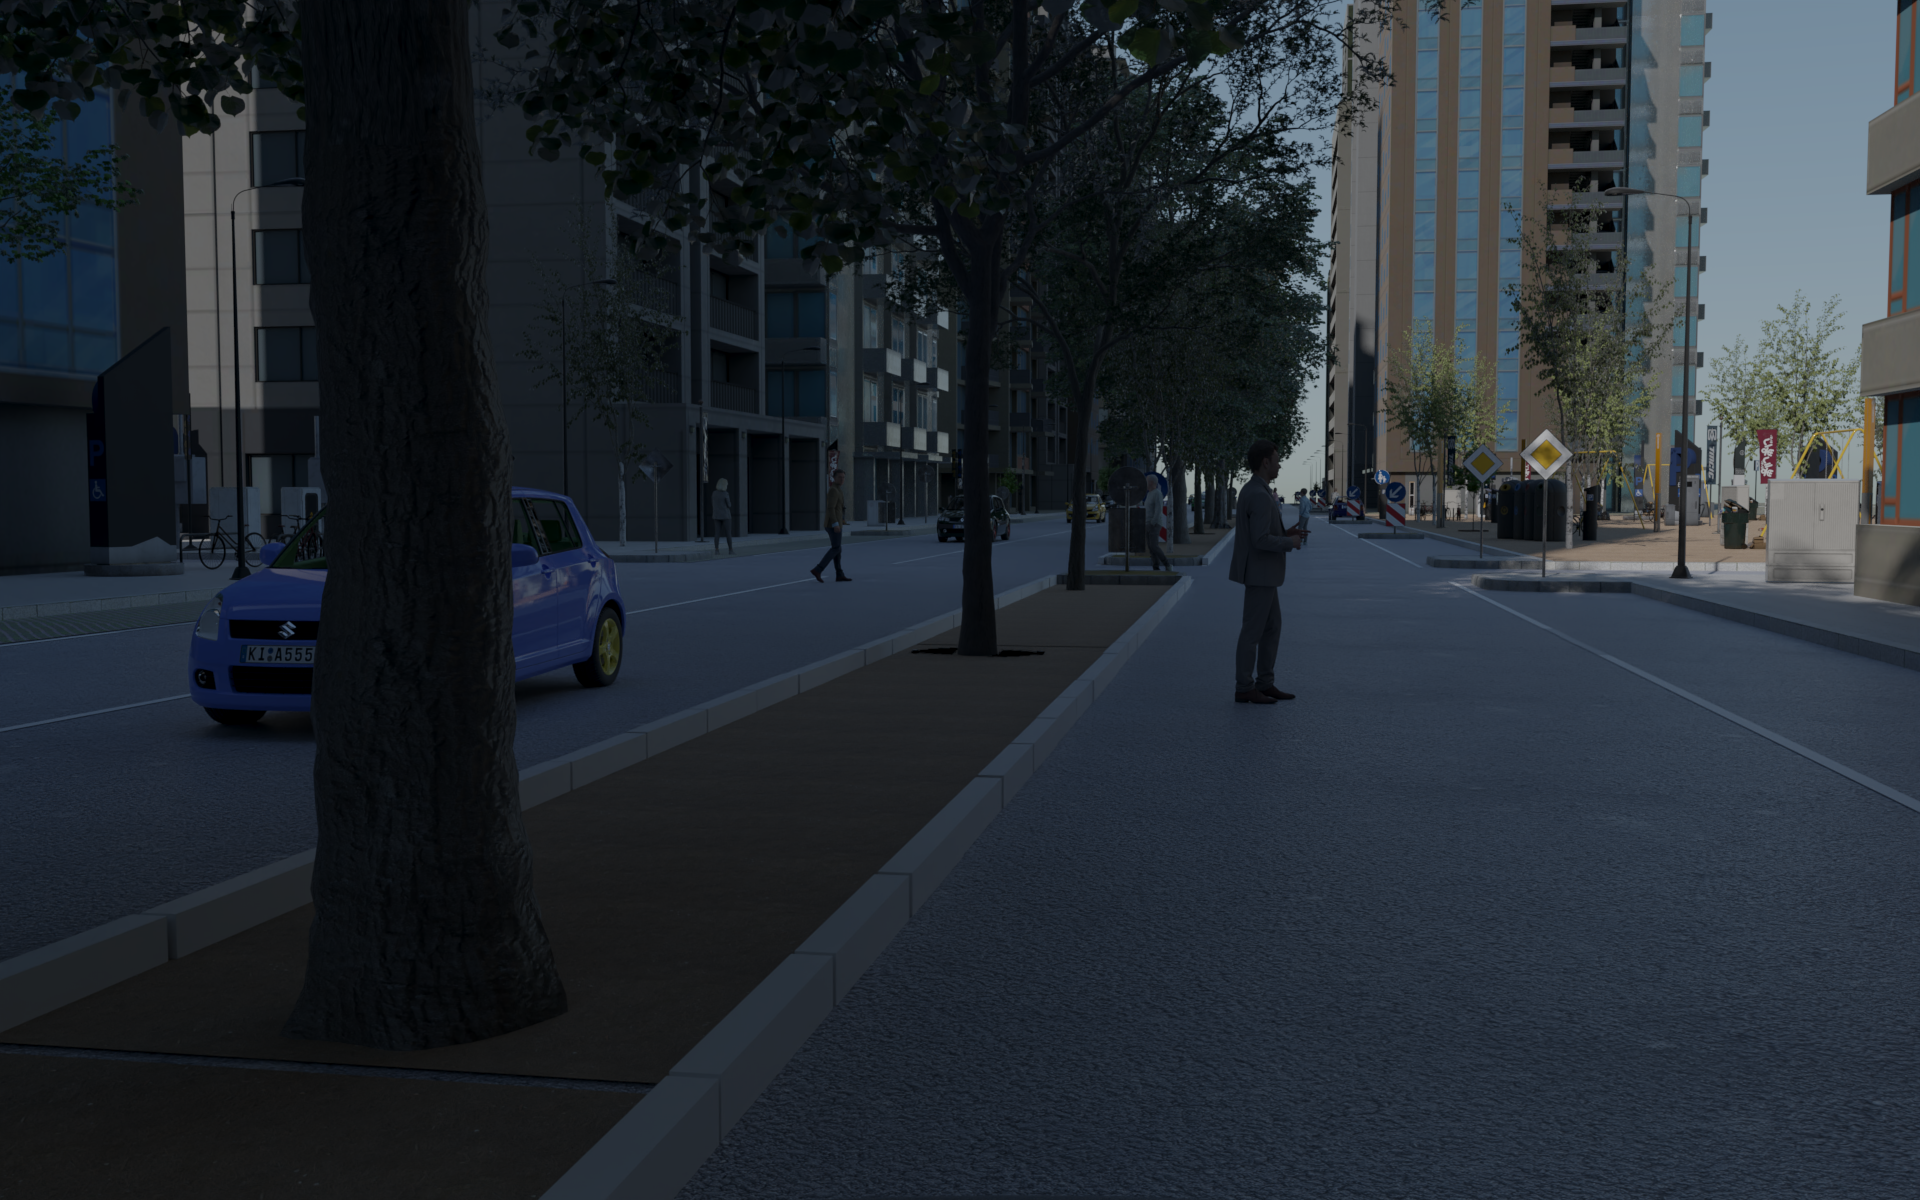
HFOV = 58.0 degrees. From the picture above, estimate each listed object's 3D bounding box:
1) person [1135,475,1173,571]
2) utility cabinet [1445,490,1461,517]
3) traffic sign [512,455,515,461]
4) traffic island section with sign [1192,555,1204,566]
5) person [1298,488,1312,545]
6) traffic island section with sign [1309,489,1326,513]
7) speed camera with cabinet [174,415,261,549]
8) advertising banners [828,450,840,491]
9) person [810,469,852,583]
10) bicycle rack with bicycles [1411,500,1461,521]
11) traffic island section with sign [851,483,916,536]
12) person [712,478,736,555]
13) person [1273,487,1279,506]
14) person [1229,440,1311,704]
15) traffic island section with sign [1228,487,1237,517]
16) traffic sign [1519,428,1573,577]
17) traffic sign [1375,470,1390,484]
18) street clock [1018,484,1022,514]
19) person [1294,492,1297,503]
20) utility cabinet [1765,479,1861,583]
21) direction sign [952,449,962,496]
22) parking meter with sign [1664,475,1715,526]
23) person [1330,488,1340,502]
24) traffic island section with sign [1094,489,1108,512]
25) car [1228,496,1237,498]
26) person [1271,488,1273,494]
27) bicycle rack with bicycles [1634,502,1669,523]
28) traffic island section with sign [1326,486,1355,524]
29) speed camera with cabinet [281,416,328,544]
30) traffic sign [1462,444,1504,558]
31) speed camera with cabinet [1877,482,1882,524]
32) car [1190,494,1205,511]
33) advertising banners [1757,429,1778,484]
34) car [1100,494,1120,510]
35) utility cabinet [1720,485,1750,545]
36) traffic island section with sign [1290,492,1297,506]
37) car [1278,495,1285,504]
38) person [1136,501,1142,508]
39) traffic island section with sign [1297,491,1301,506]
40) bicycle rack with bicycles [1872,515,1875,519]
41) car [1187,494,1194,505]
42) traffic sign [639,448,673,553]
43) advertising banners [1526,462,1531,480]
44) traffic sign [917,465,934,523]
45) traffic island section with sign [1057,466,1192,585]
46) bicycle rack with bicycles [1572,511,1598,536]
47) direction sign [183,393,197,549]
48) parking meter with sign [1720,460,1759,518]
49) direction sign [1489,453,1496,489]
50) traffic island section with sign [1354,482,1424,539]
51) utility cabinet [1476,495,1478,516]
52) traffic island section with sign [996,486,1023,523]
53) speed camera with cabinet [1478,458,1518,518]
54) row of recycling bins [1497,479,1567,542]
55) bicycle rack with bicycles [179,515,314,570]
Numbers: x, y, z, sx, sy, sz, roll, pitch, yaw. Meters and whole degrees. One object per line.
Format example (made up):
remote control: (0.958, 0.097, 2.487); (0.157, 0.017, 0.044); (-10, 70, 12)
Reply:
person: (3.352, -1.281, 29.933); (0.515, 1.767, 0.782); (-1, 4, -13)
utility cabinet: (26.882, -5.262, 94.708); (0.318, 1.500, 1.173); (-2, 4, -25)
traffic sign: (-7.985, -1.591, 29.653); (0.795, 2.450, 0.064); (1, 4, 10)
traffic island section with sign: (3.965, -1.665, 35.355); (2.006, 1.907, 1.989); (1, 4, 10)
person: (9.662, -2.347, 48.688); (0.589, 1.601, 0.330); (-3, 5, -41)
traffic island section with sign: (27.611, -7.603, 132.932); (1.989, 1.847, 2.006); (1, 4, 10)
speed camera with cabinet: (-17.506, -2.831, 40.618); (2.038, 3.252, 0.660); (1, 4, 9)
advertising banners: (-5.709, -4.455, 69.032); (2.074, 3.025, 0.090); (-2, 4, -28)
person: (-2.056, -1.207, 28.138); (0.836, 1.842, 0.656); (-3, 4, -37)
bicycle rack with bicycles: (23.047, -4.297, 83.631); (2.852, 0.926, 2.925); (1, 4, 16)
traffic island section with sign: (-2.600, -3.145, 60.043); (1.989, 1.847, 2.006); (1, 4, 10)
person: (-5.582, -1.961, 40.754); (0.537, 1.800, 0.526); (3, 4, 38)
person: (18.278, -5.611, 100.250); (0.388, 1.821, 0.555); (2, 4, 32)
person: (2.145, -0.194, 11.877); (0.583, 1.804, 0.606); (0, 4, -2)
traffic island section with sign: (17.135, -6.190, 109.335); (2.006, 1.907, 1.989); (1, 4, 10)
traffic sign: (8.989, -1.405, 26.620); (0.795, 2.450, 0.064); (1, 4, 10)
traffic sign: (22.222, -5.572, 91.207); (0.768, 2.556, 0.104); (1, 4, 16)
street clock: (3.921, -6.593, 112.358); (0.358, 2.002, 0.471); (0, 4, -5)
person: (50.826, -15.517, 262.217); (1.348, 1.822, 0.705); (-1, 4, -14)
utility cabinet: (12.283, -0.996, 24.957); (1.173, 1.500, 0.318); (1, 4, 18)
direction sign: (-0.159, -5.825, 87.228); (0.379, 3.537, 0.876); (-2, 4, -34)
parking meter with sign: (29.289, -4.486, 69.607); (1.738, 3.016, 0.543); (1, 4, 13)
person: (22.873, -5.916, 105.431); (0.606, 1.804, 0.583); (2, 4, 29)
traffic island section with sign: (10.902, -7.783, 135.885); (1.989, 1.847, 2.006); (1, 4, 10)
car: (32.433, -12.170, 208.569); (1.945, 1.707, 3.694); (1, 4, 12)
person: (14.739, -4.446, 82.202); (0.522, 1.701, 0.512); (0, 4, -8)
bicycle rack with bicycles: (32.077, -3.985, 78.542); (2.925, 0.926, 2.852); (0, 4, -6)
traffic island section with sign: (18.773, -4.568, 83.310); (1.989, 1.847, 2.006); (1, 4, 10)
speed camera with cabinet: (-16.188, -2.991, 43.237); (0.660, 3.252, 2.038); (0, 4, 7)
traffic sign: (10.390, -1.886, 34.482); (0.795, 2.450, 0.064); (1, 4, 10)
speed camera with cabinet: (13.217, -1.764, 23.175); (0.660, 3.252, 2.038); (-1, 4, -9)
car: (20.257, -8.312, 144.703); (1.959, 1.807, 4.718); (1, 4, 10)
advertising banners: (22.317, -3.056, 46.155); (2.074, 3.025, 0.090); (2, 4, 30)
car: (11.989, -8.018, 140.885); (2.009, 1.686, 4.222); (1, 4, 10)
utility cabinet: (19.008, -2.071, 42.535); (0.318, 1.500, 1.173); (0, 4, 7)
traffic island section with sign: (41.929, -12.517, 213.277); (1.989, 1.847, 2.006); (1, 4, 10)
car: (48.384, -15.301, 262.749); (1.945, 1.354, 3.894); (1, 4, 10)
person: (10.675, -5.744, 102.637); (0.478, 1.798, 0.641); (-2, 4, -27)
traffic island section with sign: (32.385, -9.237, 159.659); (1.989, 1.847, 2.006); (1, 4, 10)
bicycle rack with bicycles: (31.333, -2.641, 56.568); (2.925, 0.926, 2.852); (1, 4, 13)
car: (31.639, -13.681, 233.477); (2.009, 1.686, 4.222); (1, 4, 10)
traffic sign: (-6.585, -2.072, 37.515); (0.795, 2.450, 0.064); (1, 4, 10)
advertising banners: (30.658, -5.830, 91.509); (2.074, 3.025, 0.090); (3, 4, 37)
traffic sign: (-1.499, -4.629, 75.796); (0.768, 2.556, 0.104); (1, 4, 13)
traffic island section with sign: (2.656, -1.219, 28.064); (2.006, 1.907, 1.989); (1, 4, 10)
bicycle rack with bicycles: (18.213, -2.457, 53.557); (2.925, 0.926, 2.852); (0, 4, 4)
direction sign: (-17.487, -2.891, 39.267); (0.379, 3.537, 0.876); (-2, 4, -32)
parking meter with sign: (40.267, -5.704, 89.513); (1.738, 3.016, 0.543); (3, 5, 43)
direction sign: (29.611, -6.411, 96.815); (0.379, 3.537, 0.876); (-2, 4, -28)
traffic island section with sign: (13.921, -2.899, 56.024); (1.989, 1.847, 2.006); (1, 4, 10)
utility cabinet: (30.982, -5.642, 103.405); (0.306, 1.237, 1.020); (1, 4, 11)
traffic island section with sign: (2.122, -4.768, 86.583); (1.989, 1.847, 2.006); (1, 4, 10)
speed camera with cabinet: (29.305, -6.120, 94.397); (0.660, 3.252, 2.038); (-3, 5, -45)
row of recycling bins: (15.988, -2.519, 48.303); (1.069, 1.692, 3.534); (0, 4, -3)
bicycle rack with bicycles: (-11.842, -1.003, 29.786); (2.852, 0.926, 2.925); (1, 4, 11)
